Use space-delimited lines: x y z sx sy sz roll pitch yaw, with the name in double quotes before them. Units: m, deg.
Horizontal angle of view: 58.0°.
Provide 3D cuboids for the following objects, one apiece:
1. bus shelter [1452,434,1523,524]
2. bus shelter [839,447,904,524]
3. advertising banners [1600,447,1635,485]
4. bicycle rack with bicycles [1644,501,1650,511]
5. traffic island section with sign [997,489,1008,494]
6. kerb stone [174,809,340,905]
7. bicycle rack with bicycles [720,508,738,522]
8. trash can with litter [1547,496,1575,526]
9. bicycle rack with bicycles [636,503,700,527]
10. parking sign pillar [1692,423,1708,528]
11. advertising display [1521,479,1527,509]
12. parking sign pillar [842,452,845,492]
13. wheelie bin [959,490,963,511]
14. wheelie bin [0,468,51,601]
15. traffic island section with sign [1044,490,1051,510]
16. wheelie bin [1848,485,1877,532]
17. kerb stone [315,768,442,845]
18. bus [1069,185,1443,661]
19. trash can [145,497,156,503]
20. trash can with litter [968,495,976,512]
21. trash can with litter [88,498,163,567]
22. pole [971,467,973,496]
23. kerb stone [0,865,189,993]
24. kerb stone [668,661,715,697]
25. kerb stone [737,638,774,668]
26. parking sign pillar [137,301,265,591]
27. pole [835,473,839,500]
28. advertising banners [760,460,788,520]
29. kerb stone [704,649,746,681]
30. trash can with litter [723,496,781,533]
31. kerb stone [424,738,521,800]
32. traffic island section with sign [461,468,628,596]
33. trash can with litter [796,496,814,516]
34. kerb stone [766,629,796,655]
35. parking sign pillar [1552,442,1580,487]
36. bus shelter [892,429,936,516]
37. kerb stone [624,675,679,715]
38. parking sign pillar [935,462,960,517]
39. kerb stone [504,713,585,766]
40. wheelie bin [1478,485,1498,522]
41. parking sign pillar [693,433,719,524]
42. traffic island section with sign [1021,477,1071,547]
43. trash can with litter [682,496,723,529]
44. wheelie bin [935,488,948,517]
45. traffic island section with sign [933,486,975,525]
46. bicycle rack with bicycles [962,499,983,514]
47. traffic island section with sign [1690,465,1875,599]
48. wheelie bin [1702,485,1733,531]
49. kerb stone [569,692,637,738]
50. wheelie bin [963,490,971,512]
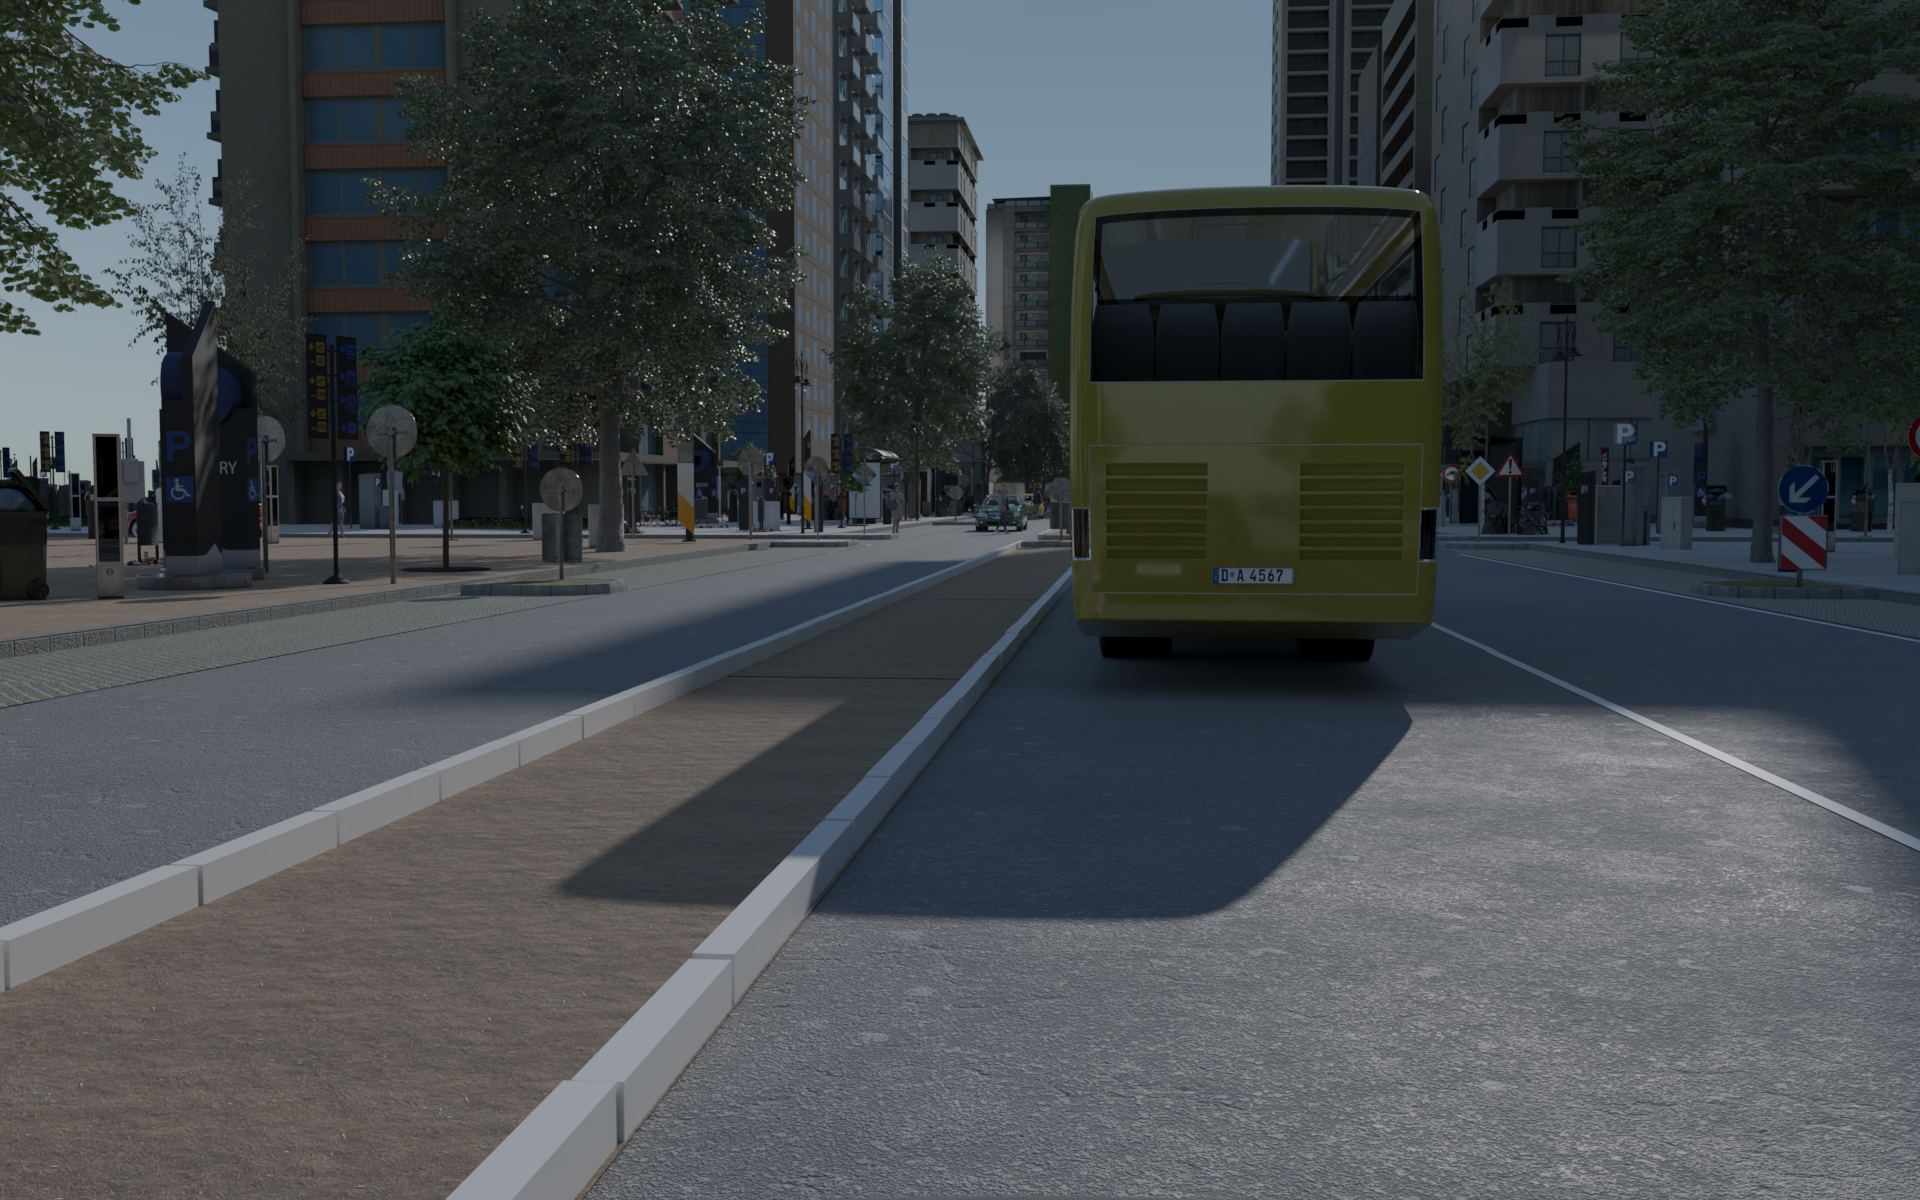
"bus shelter" 21.412 -4.842 70.447 1.731 3.624 6.357 0 4 6
"bus shelter" -3.859 -5.056 76.597 2.014 3.302 5.546 0 4 6
"advertising banners" 24.702 -4.219 65.164 2.074 3.025 0.090 -2 4 -33
"bicycle rack with bicycles" 35.920 -4.613 88.811 2.852 0.926 2.925 1 4 11
"traffic island section with sign" 2.679 -6.021 107.070 1.989 1.847 2.006 0 4 6
"kerb stone" -2.627 0.960 6.498 0.120 0.150 1.000 0 4 6
"bicycle rack with bicycles" -9.937 -4.147 81.190 2.925 0.926 2.852 -1 4 -16
"trash can with litter" 24.055 -3.630 70.406 2.233 1.210 1.678 1 4 15
"bicycle rack with bicycles" -11.770 -3.381 68.655 2.925 0.926 2.852 -1 4 -19
"parking sign pillar" 27.951 -4.701 65.330 1.447 3.967 1.447 1 4 21
"advertising display" 24.120 -4.222 74.241 0.123 1.923 0.974 -1 4 -22
"parking sign pillar" -6.891 -7.456 110.385 1.447 3.967 1.447 -3 4 -38
"wheelie bin" -0.471 -5.678 100.750 0.980 1.594 0.693 0 4 -3
"wheelie bin" -11.445 -0.801 21.013 0.693 1.594 0.980 -2 4 -35
"traffic island section with sign" 7.986 -9.098 157.374 1.989 1.847 2.006 0 4 6
"wheelie bin" 30.796 -3.129 59.071 0.980 1.594 0.693 -3 4 -39
"kerb stone" -2.522 0.897 7.523 0.120 0.150 1.000 0 4 6
"bus" 2.744 -1.608 17.837 2.896 3.916 12.252 0 4 7
"trash can" -47.330 -5.489 101.395 0.748 1.137 0.748 0 3 0
"trash can with litter" 1.128 -7.020 125.837 2.233 1.210 1.678 1 4 11
"trash can with litter" -15.036 -1.239 31.310 1.678 1.210 2.233 1 4 11
"pole" 0.971 -8.376 130.795 0.158 3.312 0.155 0 3 0
"kerb stone" -2.740 1.022 5.483 0.120 0.150 1.000 0 4 6
"kerb stone" -1.982 0.587 12.611 0.120 0.150 1.000 0 4 6
"kerb stone" -1.763 0.461 14.651 0.120 0.150 1.000 0 4 6
"parking sign pillar" -10.481 -2.150 23.619 1.447 3.967 1.447 -1 4 -9
"pole" -8.344 -7.555 117.374 0.158 3.312 0.155 0 3 0
"advertising banners" -9.386 -5.520 86.435 0.090 3.025 2.074 -3 5 -43
"kerb stone" -1.879 0.524 13.632 0.120 0.150 1.000 0 4 6
"trash can with litter" -6.893 -2.910 58.643 1.678 1.210 2.233 0 4 2
"kerb stone" -2.415 0.837 8.545 0.120 0.150 1.000 0 4 6
"traffic island section with sign" -5.946 -1.014 25.204 1.989 1.847 2.006 0 4 6
"trash can with litter" -9.216 -5.621 103.291 1.055 1.170 0.624 -2 4 -24
"kerb stone" -1.664 0.404 15.671 0.120 0.150 1.000 0 4 6
"parking sign pillar" 31.241 -6.169 89.334 1.447 3.967 1.447 1 4 11
"bus shelter" -2.628 -7.630 102.377 2.179 5.291 8.768 0 4 6
"kerb stone" -2.090 0.648 11.593 0.120 0.150 1.000 0 4 6
"parking sign pillar" -0.718 -6.751 98.850 1.447 3.967 1.447 0 4 5
"kerb stone" -2.306 0.776 9.561 0.120 0.150 1.000 0 4 6
"wheelie bin" 18.472 -3.224 60.619 0.693 1.594 0.980 1 4 12
"parking sign pillar" -11.255 -5.332 75.652 1.447 3.967 1.447 2 4 31
"traffic island section with sign" 2.721 -2.385 47.138 2.006 1.907 1.989 0 4 6
"trash can with litter" -9.368 -3.287 64.798 2.233 1.210 1.678 0 4 8
"wheelie bin" -1.029 -5.416 96.458 0.693 1.594 0.980 -1 4 -11
"traffic island section with sign" -0.175 -4.364 79.976 1.989 1.847 2.006 0 4 6
"bicycle rack with bicycles" 0.392 -6.400 118.018 2.852 0.926 2.925 -2 4 -35
"traffic island section with sign" 11.479 -0.966 24.418 1.989 1.847 2.006 0 4 6
"wheelie bin" 26.082 -3.165 59.663 0.980 1.594 0.693 2 4 26
"kerb stone" -2.195 0.711 10.577 0.120 0.150 1.000 0 4 6
"wheelie bin" 0.319 -7.007 122.479 0.980 1.594 0.693 -1 4 -11
